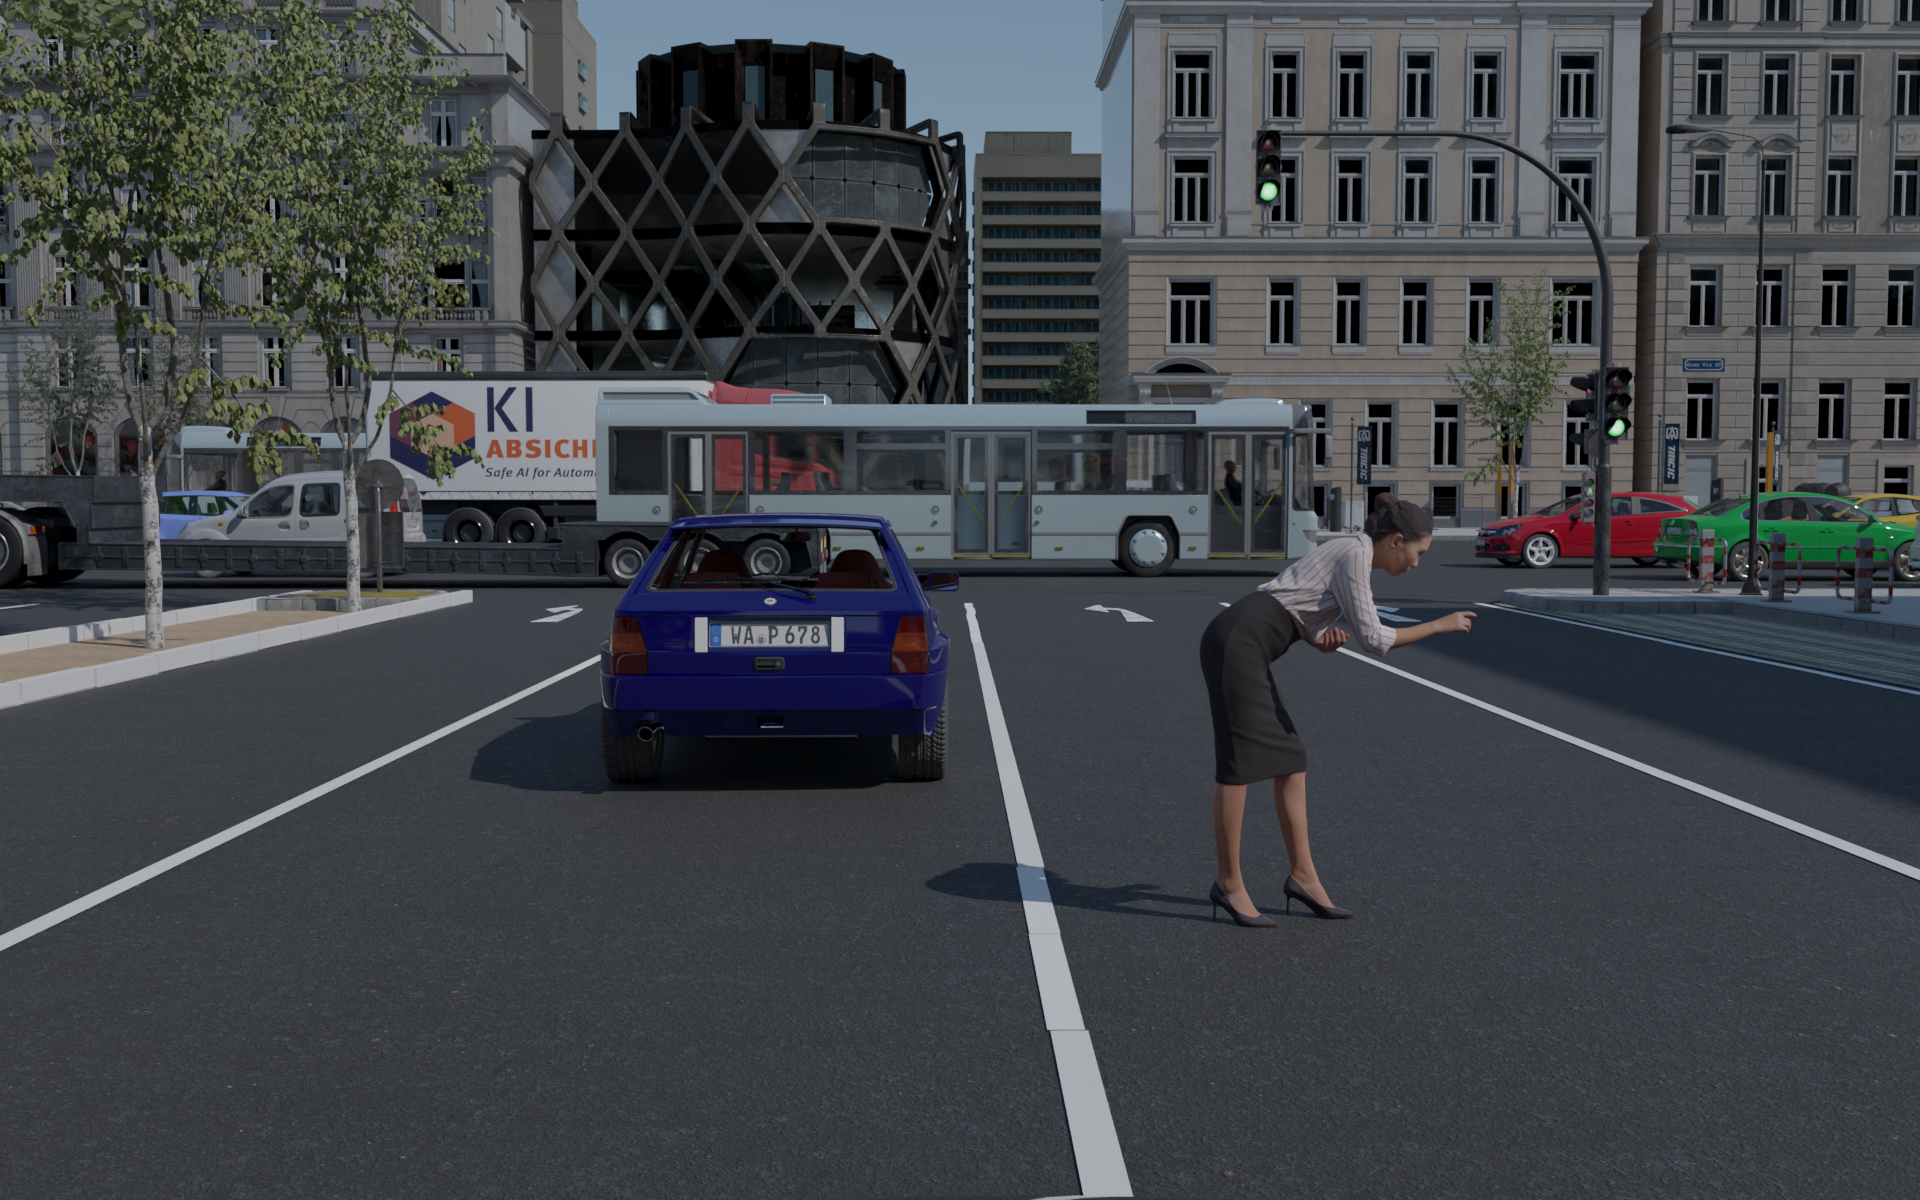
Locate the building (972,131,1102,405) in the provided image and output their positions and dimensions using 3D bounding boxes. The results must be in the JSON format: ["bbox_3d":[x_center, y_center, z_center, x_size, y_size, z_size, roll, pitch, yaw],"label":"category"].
[{"bbox_3d":[12.383,-37.360,234.534,21.600,48.544,21.300,0,4,-1],"label":"building"}]

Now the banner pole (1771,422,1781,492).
[{"bbox_3d":[28.278,-4.287,60.115,0.863,3.779,0.401,-3,5,-42],"label":"banner pole"}]

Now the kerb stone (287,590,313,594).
[{"bbox_3d":[-8.665,-0.021,22.543,0.120,0.150,1.000,0,4,-1],"label":"kerb stone"}]

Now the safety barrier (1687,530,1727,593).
[{"bbox_3d":[9.694,-0.502,22.490,0.300,0.817,1.120,0,4,-1],"label":"safety barrier"}]

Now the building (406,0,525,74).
[{"bbox_3d":[-48.450,-33.065,129.854,28.713,52.752,27.495,0,4,-1],"label":"building"}]

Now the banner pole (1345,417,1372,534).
[{"bbox_3d":[12.961,-4.052,56.273,0.863,3.779,0.401,1,4,22],"label":"banner pole"}]

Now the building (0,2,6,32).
[{"bbox_3d":[-52.362,-17.306,70.343,23.554,28.519,14.401,0,4,-1],"label":"building"}]

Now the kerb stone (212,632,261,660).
[{"bbox_3d":[-6.485,0.418,15.380,0.120,0.150,1.000,0,4,-1],"label":"kerb stone"}]

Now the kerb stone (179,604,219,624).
[{"bbox_3d":[-8.627,0.169,19.458,0.120,0.150,1.000,0,4,-1],"label":"kerb stone"}]

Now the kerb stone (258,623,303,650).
[{"bbox_3d":[-6.498,0.354,16.416,0.120,0.150,1.000,0,4,-1],"label":"kerb stone"}]

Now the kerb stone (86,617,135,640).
[{"bbox_3d":[-8.610,0.295,17.401,0.120,0.150,1.000,0,4,-1],"label":"kerb stone"}]

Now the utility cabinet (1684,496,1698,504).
[{"bbox_3d":[24.739,-2.928,59.037,1.020,1.237,0.306,-3,4,-38],"label":"utility cabinet"}]

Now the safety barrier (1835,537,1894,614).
[{"bbox_3d":[9.726,-0.267,18.638,0.300,0.817,1.120,0,4,-1],"label":"safety barrier"}]

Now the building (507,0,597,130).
[{"bbox_3d":[-45.648,-32.699,158.325,21.600,48.544,21.300,0,4,-1],"label":"building"}]

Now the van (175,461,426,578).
[{"bbox_3d":[-11.554,-1.425,30.311,4.112,2.044,2.013,0,4,0],"label":"van"}]

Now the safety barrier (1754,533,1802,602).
[{"bbox_3d":[9.706,-0.385,20.574,0.300,0.817,1.120,0,4,-1],"label":"safety barrier"}]

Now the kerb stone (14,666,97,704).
[{"bbox_3d":[-6.454,0.605,12.300,0.120,0.150,1.000,0,4,-1],"label":"kerb stone"}]

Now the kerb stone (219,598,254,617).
[{"bbox_3d":[-8.639,0.108,20.485,0.120,0.150,1.000,0,4,-1],"label":"kerb stone"}]

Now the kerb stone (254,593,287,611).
[{"bbox_3d":[-8.644,0.042,21.514,0.120,0.150,1.000,0,4,-1],"label":"kerb stone"}]

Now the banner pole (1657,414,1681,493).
[{"bbox_3d":[22.011,-3.913,53.987,0.863,3.779,0.401,0,4,0],"label":"banner pole"}]

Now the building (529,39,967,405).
[{"bbox_3d":[-8.146,-12.576,73.063,16.811,18.784,16.820,0,4,-1],"label":"building"}]

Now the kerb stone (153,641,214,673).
[{"bbox_3d":[-6.473,0.480,14.353,0.120,0.150,1.000,0,4,-1],"label":"kerb stone"}]

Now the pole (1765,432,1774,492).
[{"bbox_3d":[26.798,-3.886,57.387,0.158,3.312,0.155,0,3,0],"label":"pole"}]

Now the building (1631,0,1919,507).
[{"bbox_3d":[38.583,-16.774,71.512,25.104,27.353,12.463,0,4,-1],"label":"building"}]

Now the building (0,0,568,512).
[{"bbox_3d":[-28.561,-14.018,71.001,24.055,21.916,13.314,0,4,-1],"label":"building"}]

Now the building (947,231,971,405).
[{"bbox_3d":[-10.463,-33.499,239.584,23.993,40.220,32.217,0,4,-1],"label":"building"}]

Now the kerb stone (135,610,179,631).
[{"bbox_3d":[-8.625,0.239,18.428,0.120,0.150,1.000,0,4,-1],"label":"kerb stone"}]

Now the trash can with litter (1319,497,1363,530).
[{"bbox_3d":[13.975,-3.181,63.070,2.233,1.210,1.678,-2,4,-27],"label":"trash can with litter"}]

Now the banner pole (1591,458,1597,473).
[{"bbox_3d":[22.452,-4.363,61.355,0.401,3.779,0.863,0,4,5],"label":"banner pole"}]

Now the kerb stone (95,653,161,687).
[{"bbox_3d":[-6.456,0.551,13.327,0.120,0.150,1.000,0,4,-1],"label":"kerb stone"}]

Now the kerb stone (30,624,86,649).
[{"bbox_3d":[-8.598,0.356,16.375,0.120,0.150,1.000,0,4,-1],"label":"kerb stone"}]

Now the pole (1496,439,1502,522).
[{"bbox_3d":[20.120,-4.329,64.624,0.158,3.312,0.155,0,3,0],"label":"pole"}]

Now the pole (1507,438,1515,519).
[{"bbox_3d":[20.102,-4.240,63.169,0.158,3.312,0.155,0,3,0],"label":"pole"}]

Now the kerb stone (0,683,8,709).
[{"bbox_3d":[-6.446,0.671,11.268,0.120,0.150,1.000,0,4,-1],"label":"kerb stone"}]

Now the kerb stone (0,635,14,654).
[{"bbox_3d":[-8.588,0.419,15.348,0.120,0.150,1.000,0,4,-1],"label":"kerb stone"}]

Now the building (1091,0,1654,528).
[{"bbox_3d":[15.972,-17.462,71.403,20.117,28.700,13.634,0,4,-1],"label":"building"}]
